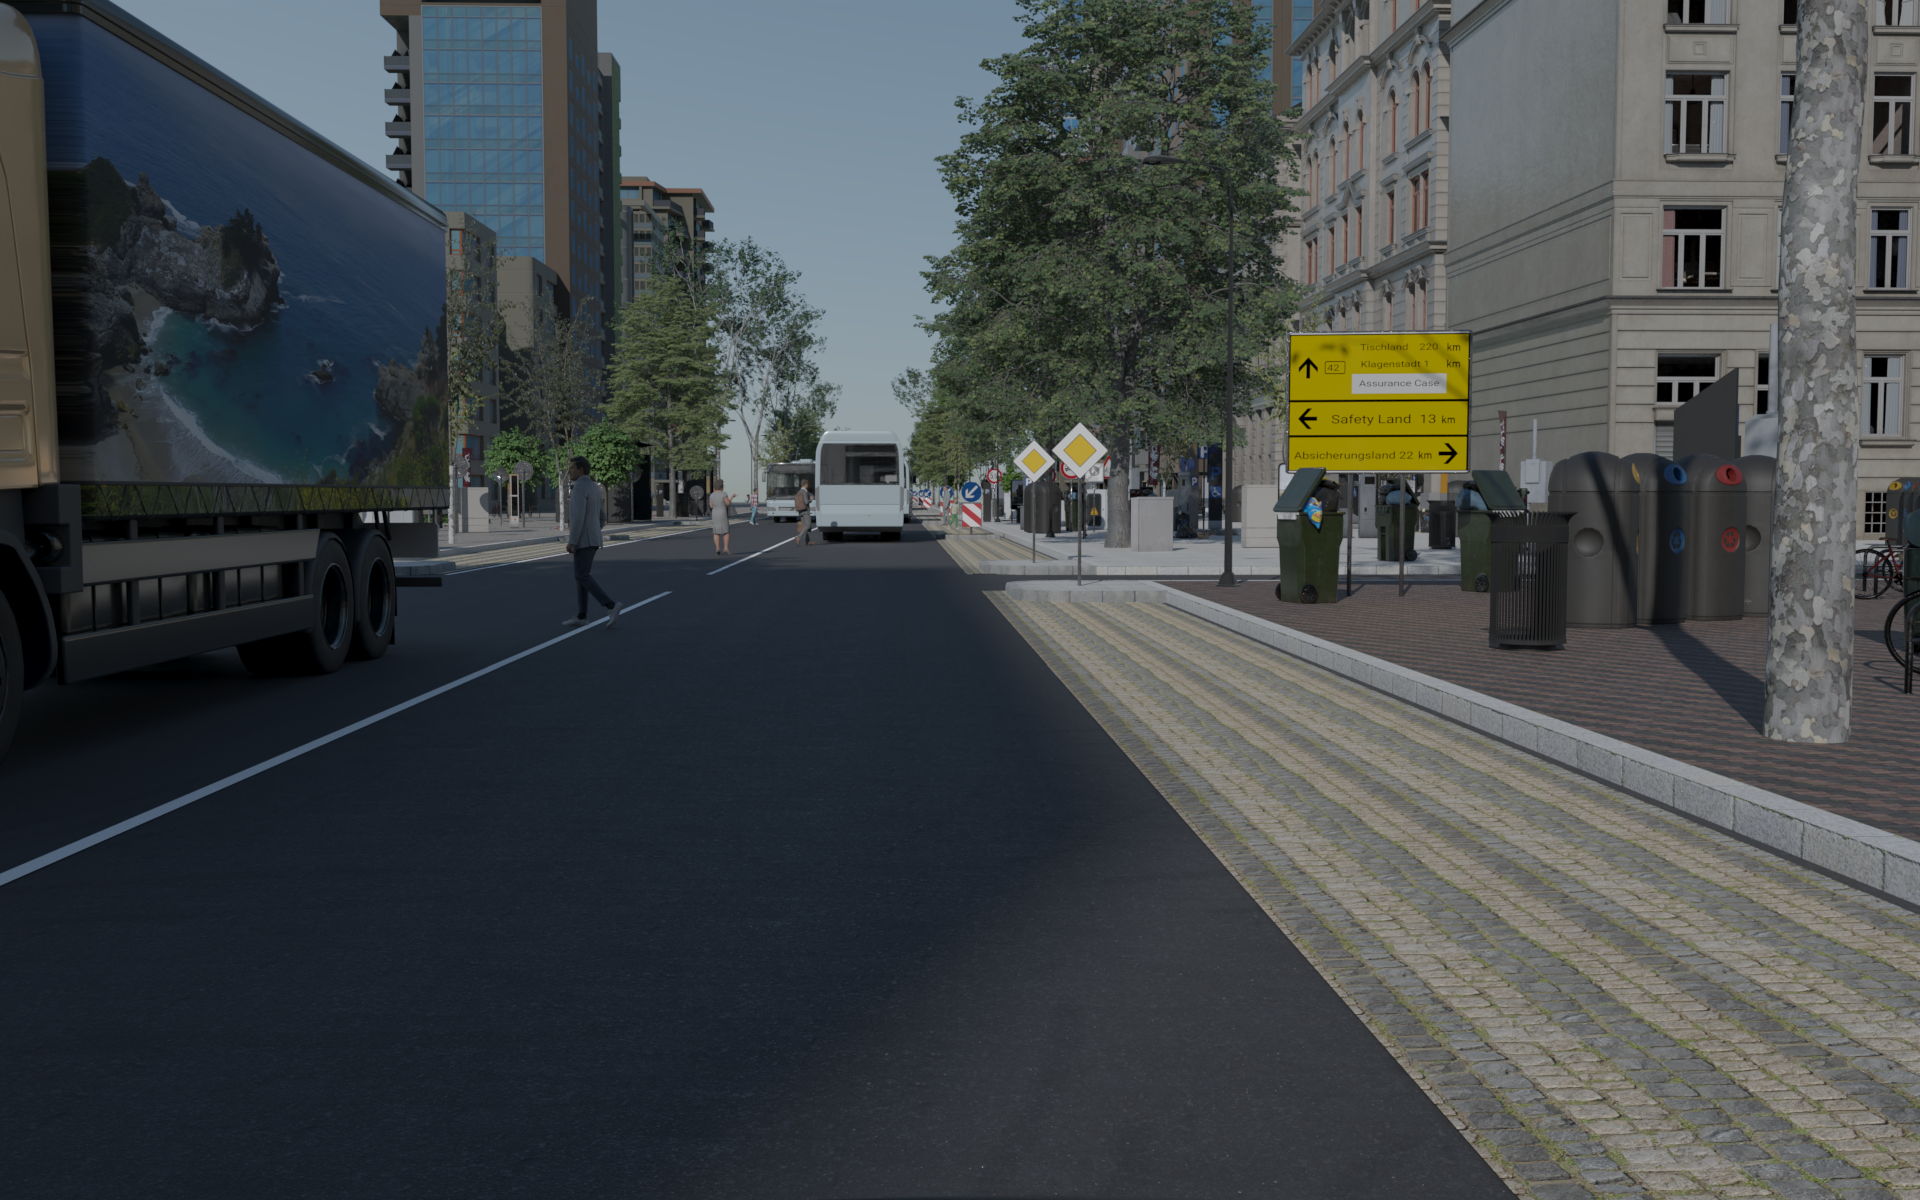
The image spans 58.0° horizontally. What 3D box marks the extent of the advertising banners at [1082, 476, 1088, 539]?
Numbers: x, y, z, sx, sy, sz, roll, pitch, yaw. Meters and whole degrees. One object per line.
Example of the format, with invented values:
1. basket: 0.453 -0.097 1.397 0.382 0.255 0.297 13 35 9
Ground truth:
1. advertising banners: 3.572 -3.274 49.711 0.090 3.025 2.074 0 4 7

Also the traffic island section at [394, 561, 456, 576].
1. traffic island section: -10.489 -0.581 31.775 2.009 0.180 2.903 0 4 -2

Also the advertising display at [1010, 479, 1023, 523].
1. advertising display: 2.679 -4.370 76.661 0.974 1.923 0.123 -2 4 -26

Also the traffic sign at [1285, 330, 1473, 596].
1. traffic sign: 5.217 -1.700 21.666 2.265 3.308 0.079 0 4 7

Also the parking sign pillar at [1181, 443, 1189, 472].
1. parking sign pillar: 11.932 -6.208 89.980 1.447 3.967 1.447 -1 4 -19

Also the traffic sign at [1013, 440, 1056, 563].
1. traffic sign: 1.372 -1.742 32.129 0.795 2.450 0.064 0 4 -2

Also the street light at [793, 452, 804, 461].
1. street light: -17.871 -13.396 191.563 1.470 5.913 1.316 0 4 -2

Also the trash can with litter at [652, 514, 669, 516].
1. trash can with litter: -18.029 -5.494 100.890 2.233 1.210 1.678 -1 4 -19

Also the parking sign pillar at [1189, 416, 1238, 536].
1. parking sign pillar: 7.980 -4.015 54.115 1.447 3.967 1.447 0 4 7

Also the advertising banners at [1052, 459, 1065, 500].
1. advertising banners: 4.904 -5.521 86.454 0.090 3.025 2.074 1 4 23

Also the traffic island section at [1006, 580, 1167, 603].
1. traffic island section: 1.689 -0.119 24.227 2.009 0.180 2.903 0 4 -2

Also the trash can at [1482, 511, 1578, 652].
1. trash can: 4.685 -0.160 14.272 0.748 1.137 0.748 0 3 0

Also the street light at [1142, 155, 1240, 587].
1. street light: 3.190 -3.142 23.918 1.470 5.913 1.316 0 4 -2

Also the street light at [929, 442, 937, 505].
1. street light: -1.797 -11.213 155.871 1.470 5.913 1.316 0 4 -2

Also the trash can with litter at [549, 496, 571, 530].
1. trash can with litter: -14.242 -3.197 63.322 1.678 1.210 2.233 -2 4 -30

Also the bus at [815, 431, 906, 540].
1. bus: -3.180 -3.786 56.757 2.948 3.499 13.247 0 4 -2

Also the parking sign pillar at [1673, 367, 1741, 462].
1. parking sign pillar: 16.125 -2.993 37.414 1.447 3.967 1.447 3 5 42

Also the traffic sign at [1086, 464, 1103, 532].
1. traffic sign: 4.522 -3.441 58.382 0.606 2.300 0.079 0 4 -2

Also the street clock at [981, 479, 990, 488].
1. street clock: 1.269 -4.971 85.850 0.358 2.002 0.471 3 5 43

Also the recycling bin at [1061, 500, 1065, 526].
1. recycling bin: 4.250 -3.448 68.926 0.722 1.027 0.722 -1 4 -21

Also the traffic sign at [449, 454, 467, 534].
1. traffic sign: -16.157 -3.383 55.421 0.768 2.556 0.104 0 4 0

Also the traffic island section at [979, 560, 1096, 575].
1. traffic island section: 1.395 -0.607 32.207 2.009 0.180 2.903 0 4 -2

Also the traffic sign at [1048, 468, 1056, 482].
1. traffic sign: 4.181 -5.023 82.236 0.768 2.556 0.104 0 4 -1

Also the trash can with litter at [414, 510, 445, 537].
1. trash can with litter: -16.392 -2.542 52.625 1.678 1.210 2.233 -2 4 -23

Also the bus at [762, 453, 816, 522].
1. bus: -8.278 -5.868 90.798 2.948 3.499 13.247 0 4 0

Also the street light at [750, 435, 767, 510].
1. street light: -15.783 -9.981 135.737 1.470 5.913 1.316 0 4 -2

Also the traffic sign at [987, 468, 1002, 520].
1. traffic sign: 1.687 -5.170 84.630 0.768 2.556 0.104 0 4 5

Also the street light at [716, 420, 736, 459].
1. street light: -14.666 -8.291 108.097 1.470 5.913 1.316 0 4 -2

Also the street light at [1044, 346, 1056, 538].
1. street light: 2.130 -4.794 50.923 1.470 5.913 1.316 0 4 -2

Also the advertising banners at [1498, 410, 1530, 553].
1. advertising banners: 11.798 -2.494 36.969 0.090 3.025 2.074 3 4 36

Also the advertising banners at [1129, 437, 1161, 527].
1. advertising banners: 5.385 -3.487 53.203 0.090 3.025 2.074 -3 5 -44

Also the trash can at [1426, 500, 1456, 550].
1. trash can: 11.166 -1.739 40.094 0.748 1.137 0.748 0 3 0

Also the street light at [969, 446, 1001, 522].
1. street light: 1.165 -6.459 78.147 1.470 5.913 1.316 0 4 -2

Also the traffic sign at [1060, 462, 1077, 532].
1. traffic sign: 3.775 -3.581 58.655 0.768 2.556 0.104 0 4 5

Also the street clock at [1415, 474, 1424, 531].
1. street clock: 15.997 -3.434 60.720 0.358 2.002 0.471 -3 5 -44

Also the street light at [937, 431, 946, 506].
1. street light: -0.750 -9.542 128.550 1.470 5.913 1.316 0 4 -2

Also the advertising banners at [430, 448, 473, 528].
1. advertising banners: -19.047 -4.207 64.968 0.090 3.025 2.074 2 4 33

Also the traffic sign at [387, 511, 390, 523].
1. traffic sign: -10.465 -1.717 31.714 0.795 2.450 0.064 0 4 -2

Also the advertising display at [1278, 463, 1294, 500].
1. advertising display: 6.950 -1.847 35.407 0.974 1.923 0.123 3 5 40

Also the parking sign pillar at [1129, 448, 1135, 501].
1. parking sign pillar: 8.954 -6.527 95.182 1.447 3.967 1.447 0 4 0

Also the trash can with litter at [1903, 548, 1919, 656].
1. trash can with litter: 7.869 -0.145 13.766 0.624 1.170 1.055 1 4 20

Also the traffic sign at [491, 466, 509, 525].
1. traffic sign: -18.751 -4.255 70.749 0.795 2.450 0.064 0 4 5

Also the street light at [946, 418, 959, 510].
1. street light: 0.066 -8.181 106.297 1.470 5.913 1.316 0 4 -2

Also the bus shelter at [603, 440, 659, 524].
1. bus shelter: -14.923 -5.336 78.525 1.731 3.624 6.357 0 4 -2

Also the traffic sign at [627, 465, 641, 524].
1. traffic sign: -14.077 -4.541 74.350 0.768 2.556 0.104 0 4 1

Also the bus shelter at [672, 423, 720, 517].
1. bus shelter: -15.444 -7.518 100.545 2.179 5.291 8.768 0 4 -2

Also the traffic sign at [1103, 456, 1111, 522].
1. traffic sign: 5.035 -3.582 58.567 0.884 2.594 0.081 0 4 -1

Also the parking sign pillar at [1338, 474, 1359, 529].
1. parking sign pillar: 14.498 -4.646 64.427 1.447 3.967 1.447 2 4 31

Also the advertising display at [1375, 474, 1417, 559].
1. advertising display: 8.610 -1.774 34.212 0.974 1.923 0.123 -2 4 -29

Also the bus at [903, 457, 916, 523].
1. bus: -3.790 -5.762 89.073 2.948 3.499 13.247 0 4 -1

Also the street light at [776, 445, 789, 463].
1. street light: -16.738 -11.647 162.961 1.470 5.913 1.316 0 4 -2
